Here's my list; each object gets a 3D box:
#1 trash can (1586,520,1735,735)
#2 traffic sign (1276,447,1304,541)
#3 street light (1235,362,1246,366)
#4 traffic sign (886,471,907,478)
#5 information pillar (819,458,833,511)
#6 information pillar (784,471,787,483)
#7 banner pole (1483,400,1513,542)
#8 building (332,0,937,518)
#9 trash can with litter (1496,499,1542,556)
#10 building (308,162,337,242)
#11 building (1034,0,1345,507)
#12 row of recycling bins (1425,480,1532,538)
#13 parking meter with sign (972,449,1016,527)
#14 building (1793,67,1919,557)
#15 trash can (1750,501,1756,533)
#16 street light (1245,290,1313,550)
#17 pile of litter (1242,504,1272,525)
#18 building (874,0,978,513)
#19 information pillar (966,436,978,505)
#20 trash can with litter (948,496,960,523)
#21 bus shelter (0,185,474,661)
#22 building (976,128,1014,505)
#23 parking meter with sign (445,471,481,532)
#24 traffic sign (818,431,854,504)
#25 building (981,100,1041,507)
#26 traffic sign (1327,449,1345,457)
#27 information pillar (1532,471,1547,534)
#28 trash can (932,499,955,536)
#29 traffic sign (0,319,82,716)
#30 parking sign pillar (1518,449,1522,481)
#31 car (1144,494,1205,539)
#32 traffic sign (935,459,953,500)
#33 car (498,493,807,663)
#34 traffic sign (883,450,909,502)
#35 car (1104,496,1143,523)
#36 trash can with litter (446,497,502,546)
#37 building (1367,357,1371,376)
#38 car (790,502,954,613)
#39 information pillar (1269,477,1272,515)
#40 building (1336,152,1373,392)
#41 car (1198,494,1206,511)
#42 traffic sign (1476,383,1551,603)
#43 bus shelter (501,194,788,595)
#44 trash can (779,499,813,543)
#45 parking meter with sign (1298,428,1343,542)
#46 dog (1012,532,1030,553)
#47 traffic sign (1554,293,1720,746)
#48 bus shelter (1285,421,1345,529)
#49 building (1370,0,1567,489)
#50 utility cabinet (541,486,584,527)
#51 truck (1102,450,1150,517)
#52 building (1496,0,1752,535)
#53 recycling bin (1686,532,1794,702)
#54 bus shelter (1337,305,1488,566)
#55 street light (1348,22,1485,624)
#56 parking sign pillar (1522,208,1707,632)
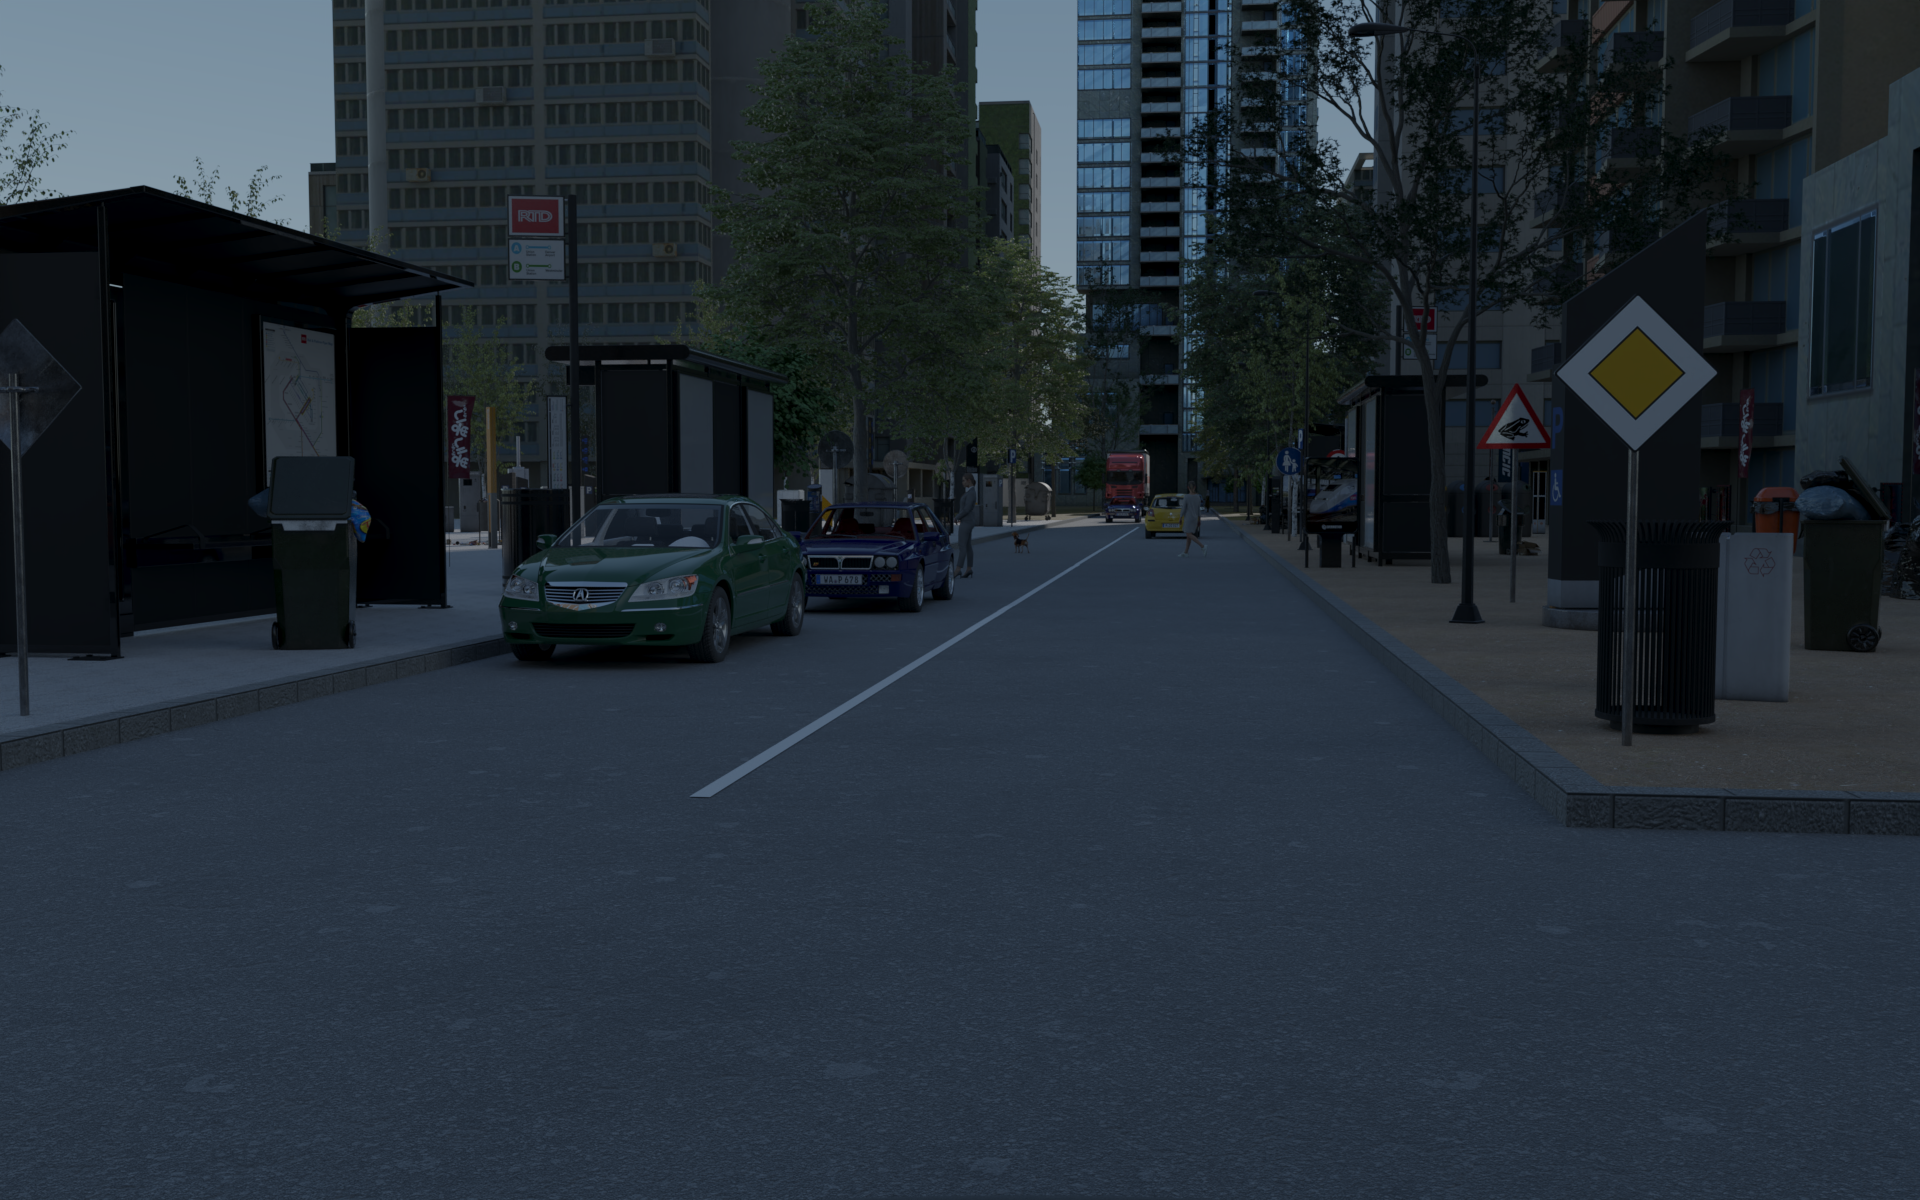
[{"bbox_3d":[3.789,0.137,9.420,0.748,1.137,0.748,0,3,0],"label":"trash can"},{"bbox_3d":[8.987,-2.881,47.204,0.768,2.556,0.104,0,4,8],"label":"traffic sign"},{"bbox_3d":[10.345,-5.420,61.164,1.470,5.913,1.316,0,4,8],"label":"street light"},{"bbox_3d":[-2.073,-3.421,56.033,0.768,2.556,0.104,1,4,11],"label":"traffic sign"},{"bbox_3d":[-4.525,-4.112,58.579,0.504,3.616,0.183,-2,4,-33],"label":"information pillar"},{"bbox_3d":[-8.495,-5.686,84.321,0.183,3.616,0.504,-1,4,-13],"label":"information pillar"},{"bbox_3d":[14.388,-3.430,46.100,0.863,3.779,0.401,0,4,-3],"label":"banner pole"},{"bbox_3d":[-18.059,-24.907,99.105,32.217,40.220,23.993,0,4,8],"label":"building"},{"bbox_3d":[11.799,-1.533,36.457,0.624,1.170,1.055,-2,4,-28],"label":"trash can with litter"},{"bbox_3d":[-47.332,-23.312,152.852,14.107,30.474,14.160,0,4,8],"label":"building"},{"bbox_3d":[24.396,-53.229,182.971,31.000,86.520,22.319,0,4,8],"label":"building"},{"bbox_3d":[15.240,-2.712,51.449,3.534,1.692,1.069,-1,4,-11],"label":"row of recycling bins"},{"bbox_3d":[1.300,-4.375,67.793,1.738,3.016,0.543,2,4,29],"label":"parking meter with sign"},{"bbox_3d":[29.727,-43.334,21.177,31.000,86.520,22.319,0,4,8],"label":"building"},{"bbox_3d":[17.464,-1.578,37.462,0.748,1.137,0.748,0,3,0],"label":"trash can"},{"bbox_3d":[7.368,-4.099,39.555,1.470,5.913,1.316,0,4,8],"label":"street light"},{"bbox_3d":[12.704,-3.609,72.978,1.719,0.858,1.176,0,4,7],"label":"pile of litter"},{"bbox_3d":[-6.621,-26.507,116.978,14.154,41.232,14.086,0,4,8],"label":"building"},{"bbox_3d":[0.485,-4.796,69.766,0.504,3.616,0.183,-1,4,-8],"label":"information pillar"},{"bbox_3d":[-0.286,-3.981,76.145,1.678,1.210,2.233,-2,4,-30],"label":"trash can with litter"},{"bbox_3d":[-6.646,-1.536,16.402,1.731,3.624,6.357,0,4,8],"label":"bus shelter"},{"bbox_3d":[-2.735,-22.939,146.759,14.107,30.474,14.160,0,4,8],"label":"building"},{"bbox_3d":[-16.529,-3.796,58.327,1.738,3.016,0.543,-1,4,-19],"label":"parking meter with sign"},{"bbox_3d":[-2.501,-2.120,34.766,0.768,2.556,0.104,1,4,13],"label":"traffic sign"},{"bbox_3d":[1.173,-30.622,184.263,14.086,41.232,14.154,0,4,8],"label":"building"},{"bbox_3d":[10.829,-3.027,49.601,0.768,2.556,0.104,1,4,15],"label":"traffic sign"},{"bbox_3d":[18.631,-3.131,55.688,0.304,2.012,0.304,-1,4,-13],"label":"information pillar"},{"bbox_3d":[-0.505,-2.568,53.648,0.748,1.137,0.748,0,3,0],"label":"trash can"},{"bbox_3d":[-5.415,-0.387,9.969,0.795,2.450,0.064,0,4,8],"label":"traffic sign"},{"bbox_3d":[26.143,-5.535,78.976,1.447,3.967,1.447,0,4,4],"label":"parking sign pillar"},{"bbox_3d":[6.987,-2.841,56.682,2.015,1.641,3.980,1,4,9],"label":"car"},{"bbox_3d":[-0.555,-3.841,62.904,0.768,2.556,0.104,1,4,13],"label":"traffic sign"},{"bbox_3d":[-2.720,-0.274,16.286,2.131,1.459,4.920,0,4,8],"label":"car"},{"bbox_3d":[-1.861,-3.051,49.986,0.768,2.556,0.104,1,4,15],"label":"traffic sign"},{"bbox_3d":[8.262,-4.576,87.400,1.945,1.354,3.894,0,4,8],"label":"car"},{"bbox_3d":[-12.275,-2.005,43.847,2.233,1.210,1.678,0,4,0],"label":"trash can with litter"},{"bbox_3d":[40.558,-50.017,130.453,22.319,86.520,31.000,0,4,8],"label":"building"},{"bbox_3d":[-1.142,-0.593,22.272,1.945,1.354,3.894,1,4,8],"label":"car"},{"bbox_3d":[13.454,-4.310,74.961,0.304,2.012,0.304,0,4,0],"label":"information pillar"},{"bbox_3d":[53.326,-30.232,186.174,23.993,40.220,32.217,0,4,8],"label":"building"},{"bbox_3d":[19.799,-8.223,146.452,2.014,1.417,4.499,0,4,8],"label":"car"},{"bbox_3d":[6.536,-1.248,20.415,0.884,2.594,0.081,1,4,14],"label":"traffic sign"},{"bbox_3d":[-4.632,-2.948,25.833,2.179,5.291,8.768,0,4,8],"label":"bus shelter"},{"bbox_3d":[-3.800,-1.753,40.309,0.748,1.137,0.748,0,3,0],"label":"trash can"},{"bbox_3d":[9.937,-3.056,46.234,1.738,3.016,0.543,0,4,-2],"label":"parking meter with sign"},{"bbox_3d":[1.473,-1.394,42.077,0.540,0.507,0.406,1,4,16],"label":"dog"},{"bbox_3d":[3.398,-0.314,8.770,0.795,2.450,0.064,0,4,8],"label":"traffic sign"},{"bbox_3d":[11.981,-4.111,58.496,1.731,3.624,6.357,0,4,8],"label":"bus shelter"},{"bbox_3d":[35.207,-34.238,101.783,21.231,58.520,28.212,0,4,8],"label":"building"},{"bbox_3d":[-11.334,-2.490,49.387,1.173,1.500,0.318,-2,4,-26],"label":"utility cabinet"},{"bbox_3d":[10.881,-7.545,112.274,2.839,4.237,11.283,0,4,8],"label":"truck"},{"bbox_3d":[32.642,-24.823,60.478,22.147,44.769,28.867,0,4,8],"label":"building"},{"bbox_3d":[4.918,0.090,11.086,0.722,1.027,0.722,2,4,26],"label":"recycling bin"},{"bbox_3d":[8.769,-3.488,34.654,2.179,5.291,8.768,0,4,8],"label":"bus shelter"},{"bbox_3d":[4.520,-2.730,17.171,1.470,5.913,1.316,0,4,8],"label":"street light"},{"bbox_3d":[6.391,-1.723,16.640,1.447,3.967,1.447,0,4,1],"label":"parking sign pillar"}]
